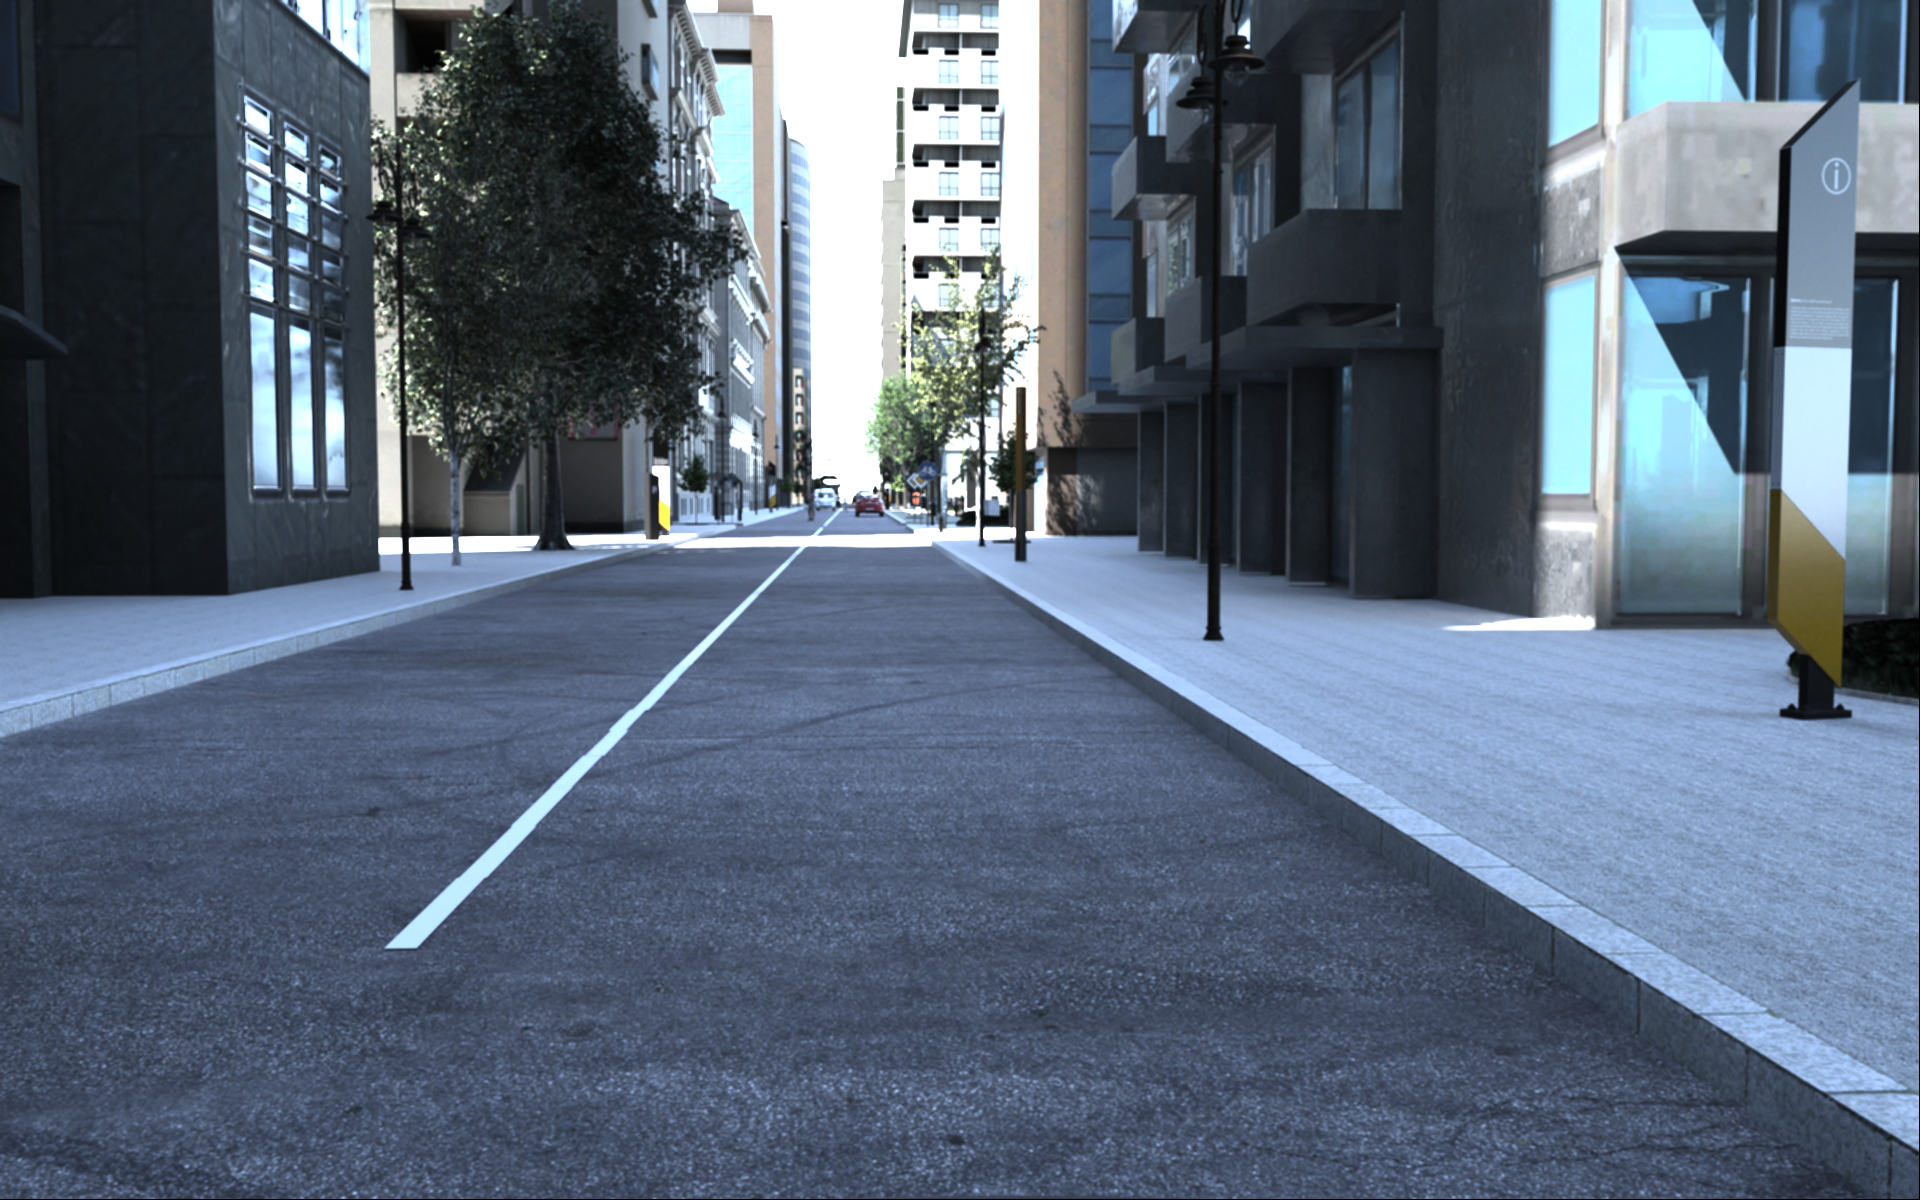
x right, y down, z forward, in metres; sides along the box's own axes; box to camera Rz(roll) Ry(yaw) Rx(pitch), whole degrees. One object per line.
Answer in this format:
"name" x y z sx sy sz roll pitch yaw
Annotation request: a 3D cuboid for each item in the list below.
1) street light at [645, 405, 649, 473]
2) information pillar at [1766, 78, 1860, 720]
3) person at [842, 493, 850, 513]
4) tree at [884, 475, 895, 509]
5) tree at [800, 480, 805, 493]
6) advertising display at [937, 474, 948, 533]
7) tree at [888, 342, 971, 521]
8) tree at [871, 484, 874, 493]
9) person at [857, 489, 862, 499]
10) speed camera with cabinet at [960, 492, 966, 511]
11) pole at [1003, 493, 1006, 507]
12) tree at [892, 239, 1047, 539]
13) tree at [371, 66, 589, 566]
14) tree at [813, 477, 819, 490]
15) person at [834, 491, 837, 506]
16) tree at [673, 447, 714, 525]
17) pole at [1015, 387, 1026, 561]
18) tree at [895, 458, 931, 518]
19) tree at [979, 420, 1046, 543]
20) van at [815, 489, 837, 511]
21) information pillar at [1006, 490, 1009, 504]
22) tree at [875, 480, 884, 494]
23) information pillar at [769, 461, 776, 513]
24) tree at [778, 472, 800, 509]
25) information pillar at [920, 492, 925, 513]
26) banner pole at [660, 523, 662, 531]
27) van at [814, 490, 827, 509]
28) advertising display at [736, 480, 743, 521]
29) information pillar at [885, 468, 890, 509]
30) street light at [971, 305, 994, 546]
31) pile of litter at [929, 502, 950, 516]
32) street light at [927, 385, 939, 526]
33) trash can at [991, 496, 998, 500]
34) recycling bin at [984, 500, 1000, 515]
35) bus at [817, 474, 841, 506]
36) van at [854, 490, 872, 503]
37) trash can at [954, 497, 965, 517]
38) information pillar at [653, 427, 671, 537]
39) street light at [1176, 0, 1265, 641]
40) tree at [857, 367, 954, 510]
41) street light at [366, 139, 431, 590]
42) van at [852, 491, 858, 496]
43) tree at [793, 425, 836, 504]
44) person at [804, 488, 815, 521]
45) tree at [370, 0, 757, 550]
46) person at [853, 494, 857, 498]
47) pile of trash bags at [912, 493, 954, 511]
"street light" -9.002 -4.707 49.739 0.468 5.910 1.993 0 4 -3
"information pillar" 4.842 -1.130 9.825 0.504 3.616 0.183 -1 4 -18
"person" -8.627 -7.331 130.962 0.523 1.515 0.503 1 4 22
"tree" -5.179 -9.510 150.083 1.663 3.219 1.824 0 3 0
"tree" -17.547 -11.675 185.480 1.663 3.219 1.824 0 3 0
"advertising display" -0.575 -3.181 57.224 0.123 1.923 0.974 1 4 13
"tree" -1.200 -8.124 83.191 4.360 8.622 3.978 0 3 0
"tree" -14.936 -18.990 305.089 1.663 3.219 1.824 0 3 0
"person" -8.573 -8.592 148.841 0.638 1.841 0.748 -2 4 -24
"speed camera with cabinet" 0.603 -7.840 122.524 0.660 3.252 2.038 -1 4 -19
"pole" 3.033 -7.593 117.986 0.158 3.312 0.155 0 3 0
"tree" 0.298 -6.060 49.439 4.737 8.622 4.395 0 3 0
"tree" -8.820 -4.927 30.923 4.360 8.622 3.978 0 3 0
"tree" -25.688 -20.061 311.710 4.285 4.588 4.351 0 3 0
"person" -15.159 -12.438 211.496 0.705 1.869 1.348 0 4 -5
"tree" -10.992 -4.742 72.140 1.663 3.219 1.824 0 3 0
"pole" 1.159 -2.394 32.991 0.158 3.312 0.155 0 3 0
"tree" -2.396 -6.027 93.136 1.663 3.219 1.824 0 3 0
"tree" 1.382 -3.115 45.525 1.663 3.219 1.824 0 3 0
"van" -11.782 -8.888 152.329 2.013 2.044 4.112 0 4 -3
"information pillar" 4.017 -8.567 144.561 0.304 2.012 0.304 1 4 18
"tree" -8.343 -12.624 201.001 1.663 3.219 1.824 0 3 0
"information pillar" -13.055 -7.887 120.300 0.504 3.616 0.183 -1 4 -9
"tree" -15.347 -9.678 152.828 1.663 3.219 1.824 0 3 0
"information pillar" -2.500 -6.846 116.421 0.304 2.012 0.304 0 4 -5
"banner pole" -10.206 -4.255 59.583 0.401 3.779 0.863 -3 4 -37
"van" -13.773 -9.889 168.695 2.013 2.044 4.112 0 4 -3
"advertising display" -10.509 -4.728 82.518 0.123 1.923 0.974 -1 4 -17
"information pillar" -6.424 -9.918 153.518 0.504 3.616 0.183 -1 4 -10
"street light" 0.541 -4.261 42.452 0.468 5.910 1.993 0 4 -3
"pile of litter" -1.306 -5.331 101.133 1.176 0.858 1.719 -3 4 -37
"street light" -1.126 -5.980 70.568 0.468 5.910 1.993 0 4 -3
"trash can" 3.101 -8.734 154.454 0.748 1.137 0.748 0 3 0
"recycling bin" 1.356 -4.126 80.016 0.722 1.027 0.722 -3 4 -36
"bus" -16.534 -13.988 220.252 2.896 3.916 12.252 0 4 -2
"van" -9.318 -9.865 168.301 2.013 2.044 4.112 0 4 -5
"trash can" -0.016 -5.341 98.973 0.748 1.137 0.748 0 3 0
"information pillar" -9.013 -3.728 52.305 0.504 3.616 0.183 -1 4 -10
"street light" 2.230 -2.585 15.059 0.468 5.910 1.993 0 4 -3
"tree" -4.282 -13.111 140.124 9.928 11.665 9.643 0 3 0
"street light" -7.421 -3.074 23.044 0.468 5.910 1.993 0 4 -3
"van" -16.329 -16.576 278.035 2.013 2.044 4.112 0 4 -4
"tree" -20.709 -18.150 231.170 8.767 10.594 7.601 -1 4 -11
"person" -8.054 -5.130 92.727 0.532 1.782 0.716 -2 4 -33
"tree" -9.465 -7.502 39.671 9.611 12.733 9.660 0 3 0
"person" -13.485 -13.497 229.200 1.348 1.821 0.705 1 4 11
"pile of trash bags" -1.956 -7.462 131.748 3.447 1.369 1.912 1 4 11
